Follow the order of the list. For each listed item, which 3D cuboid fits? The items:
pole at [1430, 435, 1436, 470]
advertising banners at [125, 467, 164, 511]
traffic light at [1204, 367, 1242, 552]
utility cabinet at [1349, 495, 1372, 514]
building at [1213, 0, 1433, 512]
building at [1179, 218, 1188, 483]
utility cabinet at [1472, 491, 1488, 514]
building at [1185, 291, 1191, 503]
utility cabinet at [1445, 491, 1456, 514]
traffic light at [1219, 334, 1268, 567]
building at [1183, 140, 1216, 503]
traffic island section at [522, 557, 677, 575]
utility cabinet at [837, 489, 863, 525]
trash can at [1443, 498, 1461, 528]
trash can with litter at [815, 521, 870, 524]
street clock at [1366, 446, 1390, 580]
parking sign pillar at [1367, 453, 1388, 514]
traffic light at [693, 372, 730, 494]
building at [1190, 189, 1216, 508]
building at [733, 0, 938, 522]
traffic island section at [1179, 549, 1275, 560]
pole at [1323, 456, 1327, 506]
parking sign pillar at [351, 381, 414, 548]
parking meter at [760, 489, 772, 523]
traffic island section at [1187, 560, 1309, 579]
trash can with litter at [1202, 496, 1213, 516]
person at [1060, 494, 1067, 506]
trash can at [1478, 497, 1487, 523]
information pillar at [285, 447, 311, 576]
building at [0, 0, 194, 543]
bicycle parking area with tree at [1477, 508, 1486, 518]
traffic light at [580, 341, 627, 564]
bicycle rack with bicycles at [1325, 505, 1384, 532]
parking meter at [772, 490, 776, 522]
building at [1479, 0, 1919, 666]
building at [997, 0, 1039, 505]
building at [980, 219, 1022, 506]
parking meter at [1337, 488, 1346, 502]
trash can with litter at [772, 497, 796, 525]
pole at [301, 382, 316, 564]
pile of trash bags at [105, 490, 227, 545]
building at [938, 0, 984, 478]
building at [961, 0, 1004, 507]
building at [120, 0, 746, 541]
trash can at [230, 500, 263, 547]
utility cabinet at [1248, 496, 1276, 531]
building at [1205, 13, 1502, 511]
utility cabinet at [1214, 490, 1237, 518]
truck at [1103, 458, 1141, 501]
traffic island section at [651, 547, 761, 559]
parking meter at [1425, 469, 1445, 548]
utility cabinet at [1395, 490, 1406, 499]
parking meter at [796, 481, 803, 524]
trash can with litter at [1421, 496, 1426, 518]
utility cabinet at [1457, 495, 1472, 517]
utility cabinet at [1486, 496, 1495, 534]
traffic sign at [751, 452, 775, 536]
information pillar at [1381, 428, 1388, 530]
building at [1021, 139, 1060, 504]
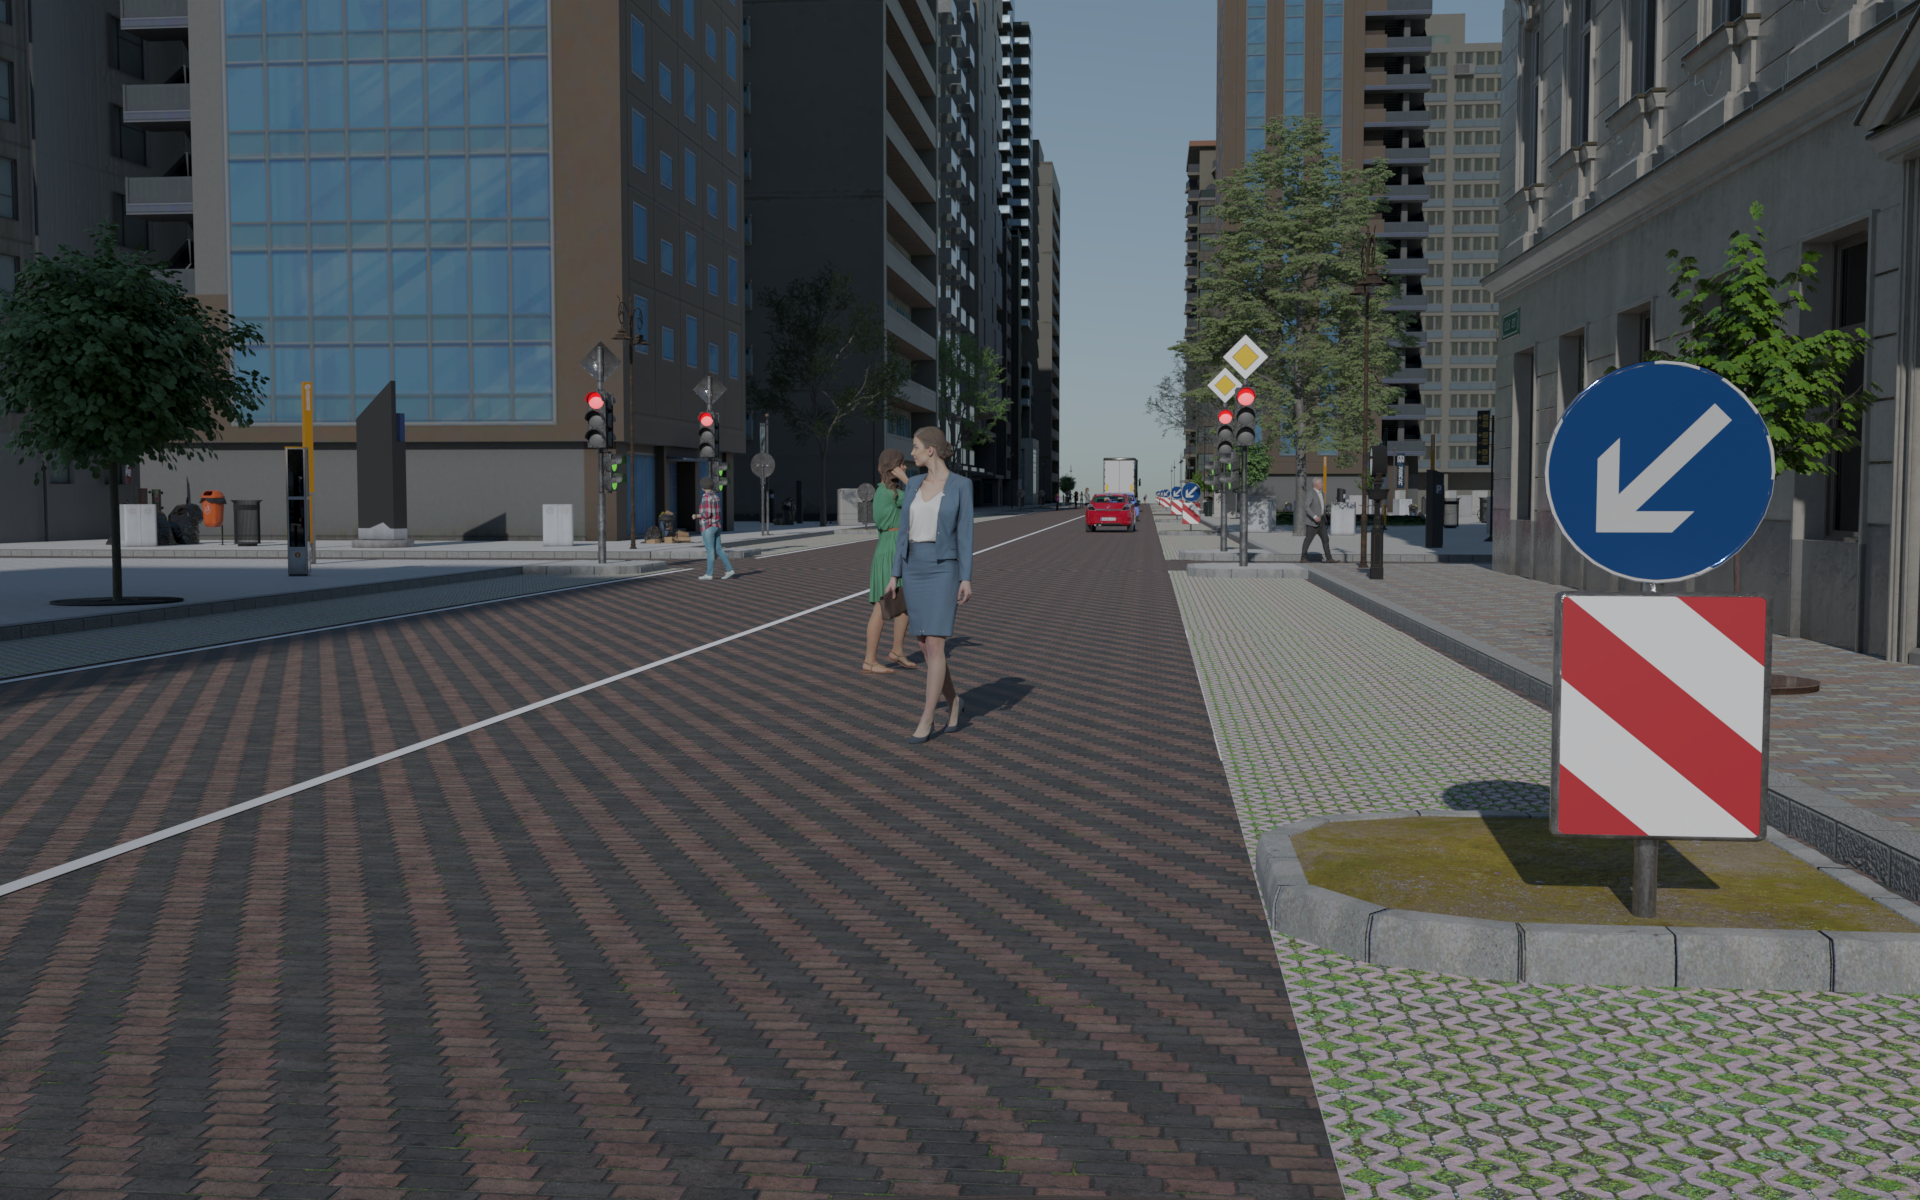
[{"bbox_3d":[16.223,-4.012,59.439,0.158,3.312,0.155,0,3,0],"label":"pole"},{"bbox_3d":[-21.899,-3.072,46.410,0.090,3.025,2.074,0,4,2],"label":"advertising banners"},{"bbox_3d":[5.868,-3.036,38.561,0.839,4.253,0.868,0,4,6],"label":"traffic light"},{"bbox_3d":[18.229,-4.138,78.813,1.020,1.237,0.306,1,4,13],"label":"utility cabinet"},{"bbox_3d":[25.876,-29.130,126.393,14.600,45.320,14.200,0,4,6],"label":"building"},{"bbox_3d":[44.511,-38.835,254.552,23.786,49.044,30.456,0,4,6],"label":"building"},{"bbox_3d":[32.320,-6.058,107.726,1.173,1.500,0.318,-3,4,-38],"label":"utility cabinet"},{"bbox_3d":[37.490,-28.245,233.506,14.160,30.474,14.107,0,4,6],"label":"building"},{"bbox_3d":[31.058,-6.178,109.693,0.318,1.500,1.173,3,4,36],"label":"utility cabinet"},{"bbox_3d":[5.010,-2.551,30.622,0.839,4.253,0.868,0,4,6],"label":"traffic light"},{"bbox_3d":[38.461,-34.001,210.547,22.147,44.769,28.867,0,4,6],"label":"building"},{"bbox_3d":[-6.624,-0.594,31.994,2.009,0.180,2.903,0,4,6],"label":"traffic island section"},{"bbox_3d":[-4.481,-3.774,70.377,0.318,1.500,1.173,3,5,40],"label":"utility cabinet"},{"bbox_3d":[18.399,-3.260,64.960,0.748,1.137,0.748,0,3,0],"label":"trash can"},{"bbox_3d":[-5.099,-3.871,74.348,2.233,1.210,1.678,1,4,16],"label":"trash can with litter"},{"bbox_3d":[6.271,-1.311,26.010,0.358,2.002,0.471,0,4,8],"label":"street clock"},{"bbox_3d":[24.647,-6.982,102.635,1.447,3.967,1.447,1,4,22],"label":"parking sign pillar"},{"bbox_3d":[-5.727,-3.111,39.794,0.839,4.253,0.868,0,4,6],"label":"traffic light"},{"bbox_3d":[29.682,-24.106,165.829,14.160,30.474,14.107,0,4,6],"label":"building"},{"bbox_3d":[-12.970,-28.553,90.541,21.300,48.544,21.600,0,4,6],"label":"building"},{"bbox_3d":[5.907,-1.002,38.671,2.009,0.180,2.903,0,4,6],"label":"traffic island section"},{"bbox_3d":[19.777,-6.118,93.874,0.158,3.312,0.155,0,3,0],"label":"pole"},{"bbox_3d":[-13.927,-3.255,41.687,1.447,3.967,1.447,2,4,33],"label":"parking sign pillar"},{"bbox_3d":[-8.715,-4.191,76.938,0.372,1.533,0.369,0,3,0],"label":"parking meter"},{"bbox_3d":[5.049,-0.517,30.732,2.009,0.180,2.903,0,4,6],"label":"traffic island section"},{"bbox_3d":[14.159,-5.360,99.030,0.624,1.170,1.055,0,4,8],"label":"trash can with litter"},{"bbox_3d":[11.986,-11.503,199.798,0.991,1.433,0.599,-2,4,-32],"label":"person"},{"bbox_3d":[23.235,-3.961,76.409,0.748,1.137,0.748,0,3,0],"label":"trash can"},{"bbox_3d":[-10.336,-1.380,27.050,0.304,2.012,0.304,-1,4,-11],"label":"information pillar"},{"bbox_3d":[-31.179,-22.378,49.474,14.086,41.232,14.154,0,4,6],"label":"building"},{"bbox_3d":[28.478,-5.738,80.822,9.016,4.147,8.231,2,4,24],"label":"bicycle parking area with tree"},{"bbox_3d":[-6.585,-2.626,31.855,0.839,4.253,0.868,0,4,6],"label":"traffic light"},{"bbox_3d":[12.872,-2.769,58.660,2.925,0.926,2.852,-3,5,-39],"label":"bicycle rack with bicycles"},{"bbox_3d":[-8.390,-4.215,77.327,0.372,1.533,0.369,0,3,0],"label":"parking meter"},{"bbox_3d":[14.441,-14.039,5.952,17.030,29.872,44.131,0,4,6],"label":"building"},{"bbox_3d":[-1.030,-55.107,213.667,22.319,86.520,31.000,0,4,6],"label":"building"},{"bbox_3d":[-1.027,-25.054,181.339,14.160,30.474,14.107,0,4,6],"label":"building"},{"bbox_3d":[16.431,-4.052,74.656,0.372,1.533,0.369,0,3,0],"label":"parking meter"},{"bbox_3d":[-7.282,-3.665,71.312,1.055,1.170,0.624,2,4,30],"label":"trash can with litter"},{"bbox_3d":[-11.870,-2.307,31.557,0.158,3.312,0.155,0,3,0],"label":"pole"},{"bbox_3d":[-19.928,-2.089,43.900,3.447,1.369,1.912,2,4,24],"label":"pile of trash bags"},{"bbox_3d":[-10.783,-31.251,130.556,23.786,49.044,30.456,0,4,6],"label":"building"},{"bbox_3d":[-10.355,-34.880,159.523,28.713,52.752,27.495,0,4,6],"label":"building"},{"bbox_3d":[-15.095,-24.637,52.931,14.600,45.320,14.200,0,4,6],"label":"building"},{"bbox_3d":[-17.502,-1.888,42.519,0.748,1.137,0.748,0,3,0],"label":"trash can"},{"bbox_3d":[10.597,-3.040,60.864,1.020,1.237,0.306,3,5,40],"label":"utility cabinet"},{"bbox_3d":[37.013,-27.706,144.879,32.217,40.220,23.993,0,4,6],"label":"building"},{"bbox_3d":[14.191,-5.129,92.532,1.173,1.500,0.318,2,4,24],"label":"utility cabinet"},{"bbox_3d":[12.969,-9.173,138.893,2.839,4.237,11.283,0,4,7],"label":"truck"},{"bbox_3d":[-5.766,-1.080,39.933,2.009,0.180,2.903,0,4,6],"label":"traffic island section"},{"bbox_3d":[11.313,-2.174,41.249,0.399,1.863,0.255,-2,4,-31],"label":"parking meter"},{"bbox_3d":[25.071,-5.507,98.716,0.318,1.500,1.173,2,4,29],"label":"utility cabinet"},{"bbox_3d":[-6.963,-4.245,75.116,0.255,1.863,0.399,0,4,0],"label":"parking meter"},{"bbox_3d":[20.976,-4.175,79.326,2.233,1.210,1.678,-2,4,-32],"label":"trash can with litter"},{"bbox_3d":[27.869,-5.172,95.726,1.020,1.237,0.306,-3,5,-39],"label":"utility cabinet"},{"bbox_3d":[17.633,-2.768,56.416,1.020,1.237,0.306,-2,4,-25],"label":"utility cabinet"},{"bbox_3d":[-6.043,-3.237,53.029,0.768,2.556,0.104,1,4,10],"label":"traffic sign"},{"bbox_3d":[15.178,-4.317,61.934,0.183,3.616,0.504,0,4,3],"label":"information pillar"},{"bbox_3d":[2.707,-37.745,240.827,21.300,48.544,21.600,0,4,6],"label":"building"}]
